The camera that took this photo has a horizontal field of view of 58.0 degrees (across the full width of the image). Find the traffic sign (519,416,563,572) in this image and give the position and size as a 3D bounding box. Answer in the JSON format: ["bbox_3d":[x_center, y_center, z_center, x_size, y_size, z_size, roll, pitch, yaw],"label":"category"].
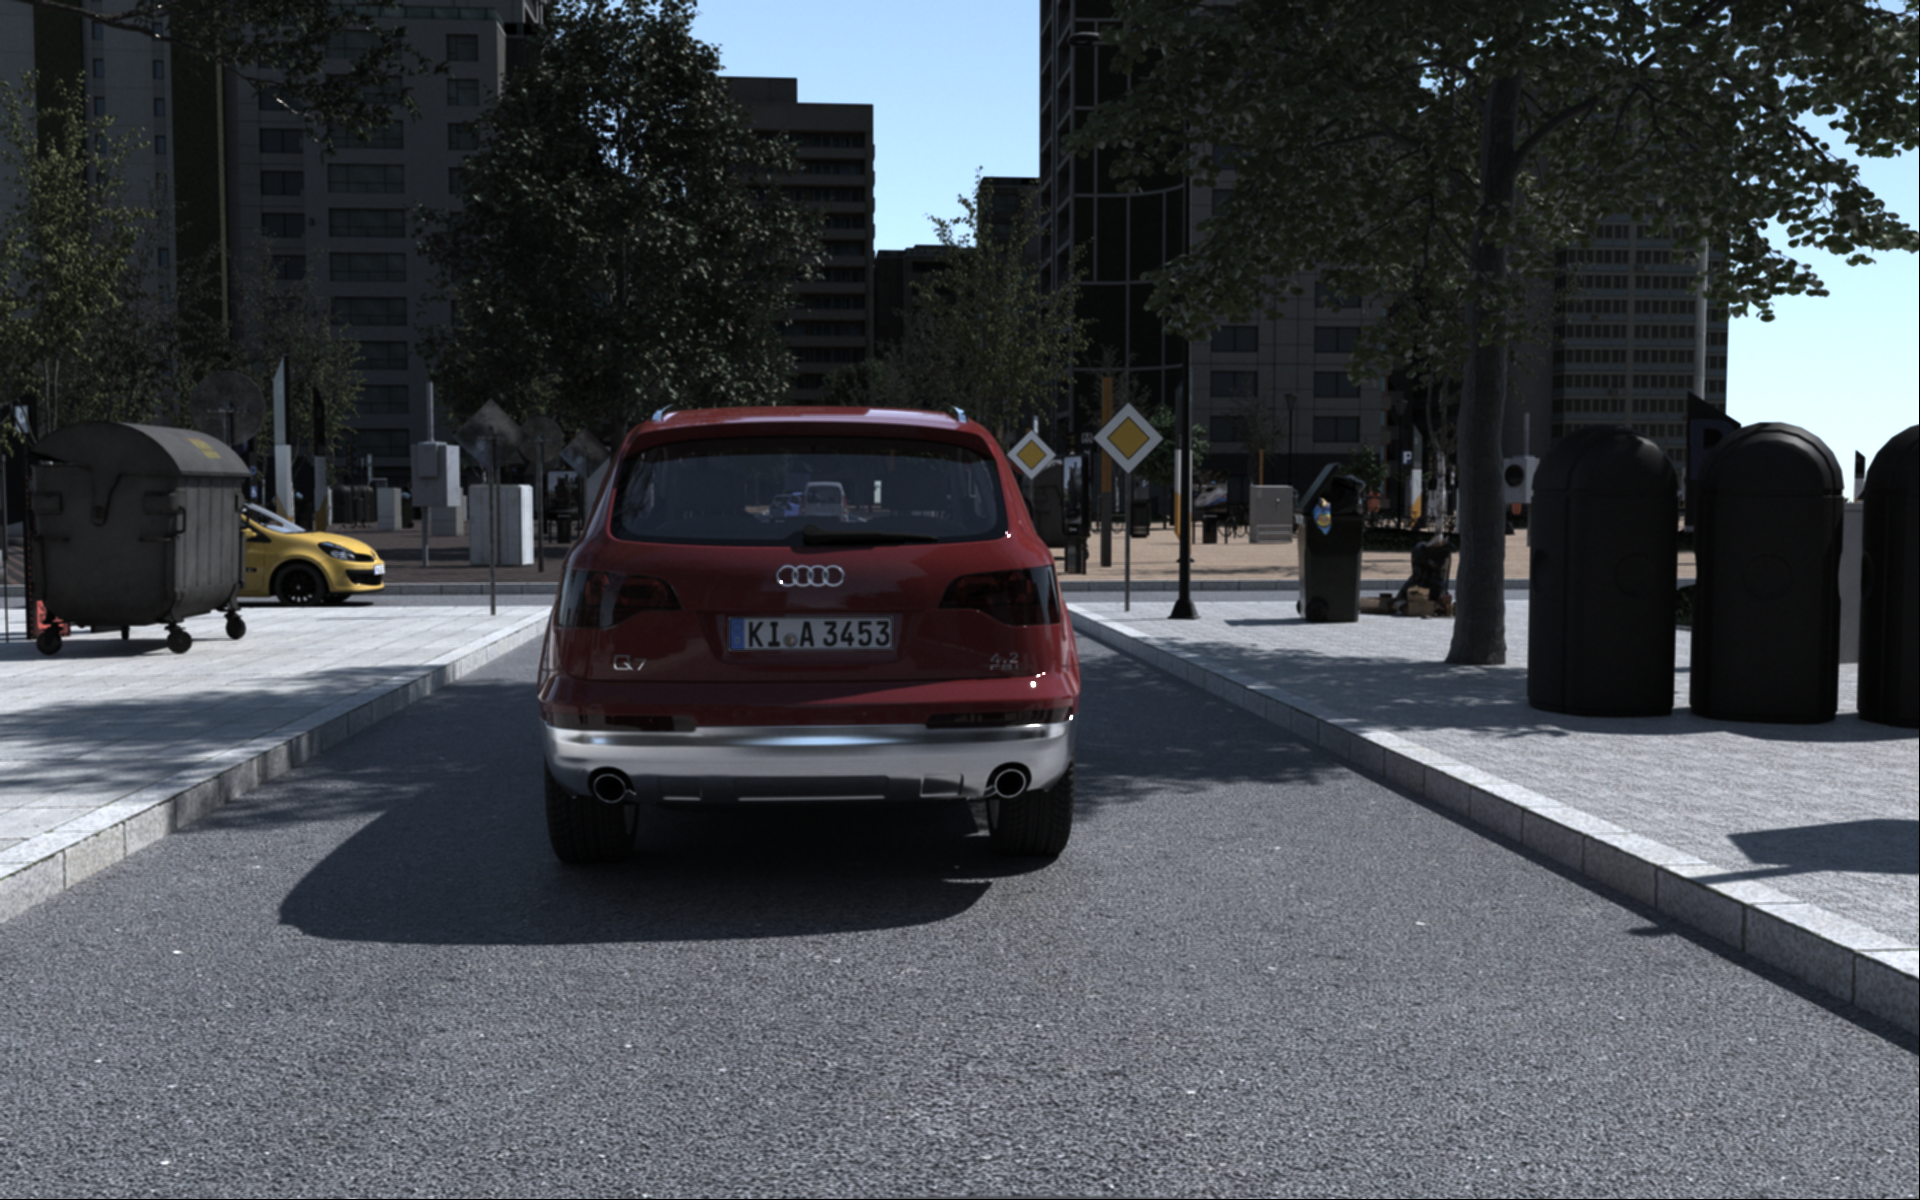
[{"bbox_3d":[-6.870,-1.726,28.326,0.768,2.556,0.104,0,4,3],"label":"traffic sign"}]

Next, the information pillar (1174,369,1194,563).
[{"bbox_3d":[4.185,-2.510,32.386,0.183,3.616,0.504,3,5,39],"label":"information pillar"}]

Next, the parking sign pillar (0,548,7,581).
[{"bbox_3d":[-14.814,-2.253,25.308,1.447,3.967,1.447,-1,4,-20],"label":"parking sign pillar"}]

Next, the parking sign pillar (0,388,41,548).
[{"bbox_3d":[-24.025,-3.388,43.869,1.447,3.967,1.447,-1,4,-20],"label":"parking sign pillar"}]

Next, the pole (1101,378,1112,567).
[{"bbox_3d":[2.575,-2.240,30.467,0.158,3.312,0.155,0,3,0],"label":"pole"}]

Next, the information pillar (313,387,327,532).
[{"bbox_3d":[-14.054,-2.855,38.032,0.183,3.616,0.504,0,4,-1],"label":"information pillar"}]

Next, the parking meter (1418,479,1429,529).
[{"bbox_3d":[17.178,-3.586,64.345,0.399,1.863,0.255,3,5,41],"label":"parking meter"}]

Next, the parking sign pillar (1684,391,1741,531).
[{"bbox_3d":[19.552,-3.454,44.952,1.447,3.967,1.447,1,4,18],"label":"parking sign pillar"}]

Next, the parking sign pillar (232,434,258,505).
[{"bbox_3d":[-21.748,-3.876,51.850,1.447,3.967,1.447,1,4,10],"label":"parking sign pillar"}]

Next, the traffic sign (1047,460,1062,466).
[{"bbox_3d":[2.825,-3.021,51.526,0.606,2.300,0.079,0,4,0],"label":"traffic sign"}]

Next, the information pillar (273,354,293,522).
[{"bbox_3d":[-11.453,-2.322,29.318,0.183,3.616,0.504,-3,5,-43],"label":"information pillar"}]

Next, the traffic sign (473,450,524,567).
[{"bbox_3d":[-8.053,-1.848,30.218,0.884,2.594,0.081,0,4,-3],"label":"traffic sign"}]

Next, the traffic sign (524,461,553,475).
[{"bbox_3d":[-11.464,-2.893,47.304,0.884,2.594,0.081,0,4,-4],"label":"traffic sign"}]

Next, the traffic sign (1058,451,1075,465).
[{"bbox_3d":[2.992,-2.755,46.227,0.795,2.450,0.064,0,4,-1],"label":"traffic sign"}]

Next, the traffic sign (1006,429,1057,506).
[{"bbox_3d":[1.102,-1.418,26.831,0.795,2.450,0.064,0,4,-5],"label":"traffic sign"}]

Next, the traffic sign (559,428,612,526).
[{"bbox_3d":[-5.667,-1.382,26.238,0.795,2.450,0.064,0,4,-5],"label":"traffic sign"}]

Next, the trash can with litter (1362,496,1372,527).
[{"bbox_3d":[13.824,-3.086,61.507,2.233,1.210,1.678,1,4,20],"label":"trash can with litter"}]

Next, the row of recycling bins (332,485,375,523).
[{"bbox_3d":[-27.073,-4.301,77.427,1.069,1.692,3.534,0,4,1],"label":"row of recycling bins"}]

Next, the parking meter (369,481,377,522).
[{"bbox_3d":[-27.268,-4.573,80.481,0.255,1.863,0.399,-2,4,-27],"label":"parking meter"}]

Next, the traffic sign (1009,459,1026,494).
[{"bbox_3d":[1.607,-2.643,43.314,0.768,2.556,0.104,0,4,4],"label":"traffic sign"}]

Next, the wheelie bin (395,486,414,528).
[{"bbox_3d":[-20.968,-3.498,65.093,0.980,1.594,0.693,2,4,30],"label":"wheelie bin"}]

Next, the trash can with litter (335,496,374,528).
[{"bbox_3d":[-23.031,-3.331,65.521,1.678,1.210,2.233,1,4,11],"label":"trash can with litter"}]

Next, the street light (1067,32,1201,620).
[{"bbox_3d":[1.777,-2.759,17.656,1.470,5.913,1.316,0,4,-5],"label":"street light"}]

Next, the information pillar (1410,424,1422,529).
[{"bbox_3d":[15.302,-4.083,58.104,0.504,3.616,0.183,-3,5,-39],"label":"information pillar"}]

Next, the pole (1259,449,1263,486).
[{"bbox_3d":[13.664,-5.185,78.624,0.158,3.312,0.155,0,3,0],"label":"pole"}]

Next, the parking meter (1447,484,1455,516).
[{"bbox_3d":[28.758,-5.861,101.530,0.399,1.863,0.255,3,4,37],"label":"parking meter"}]

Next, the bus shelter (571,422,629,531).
[{"bbox_3d":[-10.104,-3.504,51.208,2.014,3.302,5.546,0,4,-5],"label":"bus shelter"}]

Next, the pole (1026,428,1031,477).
[{"bbox_3d":[2.114,-3.656,53.626,0.158,3.312,0.155,0,3,0],"label":"pole"}]

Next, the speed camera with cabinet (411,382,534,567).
[{"bbox_3d":[-8.657,-2.227,30.754,2.038,3.252,0.660,1,4,9],"label":"speed camera with cabinet"}]

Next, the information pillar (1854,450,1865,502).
[{"bbox_3d":[47.210,-6.090,90.930,0.504,3.616,0.183,3,5,41],"label":"information pillar"}]

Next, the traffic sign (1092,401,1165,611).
[{"bbox_3d":[1.825,-0.932,18.878,0.795,2.450,0.064,0,4,-5],"label":"traffic sign"}]

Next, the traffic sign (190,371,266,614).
[{"bbox_3d":[-7.569,-1.090,17.921,0.768,2.556,0.104,0,4,-3],"label":"traffic sign"}]

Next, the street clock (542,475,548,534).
[{"bbox_3d":[-13.439,-3.142,55.943,0.358,2.002,0.471,-2,4,-25],"label":"street clock"}]

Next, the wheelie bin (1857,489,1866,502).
[{"bbox_3d":[33.156,-3.378,63.142,0.693,1.594,0.980,0,4,7],"label":"wheelie bin"}]

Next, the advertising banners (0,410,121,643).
[{"bbox_3d":[-8.109,-1.173,15.370,0.090,3.025,2.074,1,4,14],"label":"advertising banners"}]

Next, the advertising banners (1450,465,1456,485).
[{"bbox_3d":[28.903,-6.555,103.359,2.074,3.025,0.090,-2,4,-34],"label":"advertising banners"}]

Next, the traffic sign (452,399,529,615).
[{"bbox_3d":[-4.943,-0.896,18.285,0.795,2.450,0.064,0,4,-5],"label":"traffic sign"}]

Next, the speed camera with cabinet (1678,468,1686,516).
[{"bbox_3d":[42.227,-6.425,99.377,0.660,3.252,2.038,-2,4,-26],"label":"speed camera with cabinet"}]

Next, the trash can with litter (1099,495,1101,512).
[{"bbox_3d":[7.145,-4.773,89.103,1.678,1.210,2.233,0,4,-1],"label":"trash can with litter"}]

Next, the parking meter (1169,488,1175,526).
[{"bbox_3d":[8.696,-3.787,70.329,0.372,1.533,0.369,0,3,0],"label":"parking meter"}]

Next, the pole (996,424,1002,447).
[{"bbox_3d":[1.141,-3.477,50.691,0.158,3.312,0.155,0,3,0],"label":"pole"}]

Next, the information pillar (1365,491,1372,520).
[{"bbox_3d":[19.935,-4.901,84.621,0.304,2.012,0.304,1,4,21],"label":"information pillar"}]

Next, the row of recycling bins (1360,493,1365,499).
[{"bbox_3d":[22.010,-5.496,96.980,1.069,1.692,3.534,0,4,-1],"label":"row of recycling bins"}]

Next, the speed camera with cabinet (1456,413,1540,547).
[{"bbox_3d":[13.267,-2.964,42.798,0.660,3.252,2.038,-3,4,-37],"label":"speed camera with cabinet"}]

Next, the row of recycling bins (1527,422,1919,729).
[{"bbox_3d":[5.124,-0.171,9.908,3.534,1.692,1.069,1,4,15],"label":"row of recycling bins"}]
